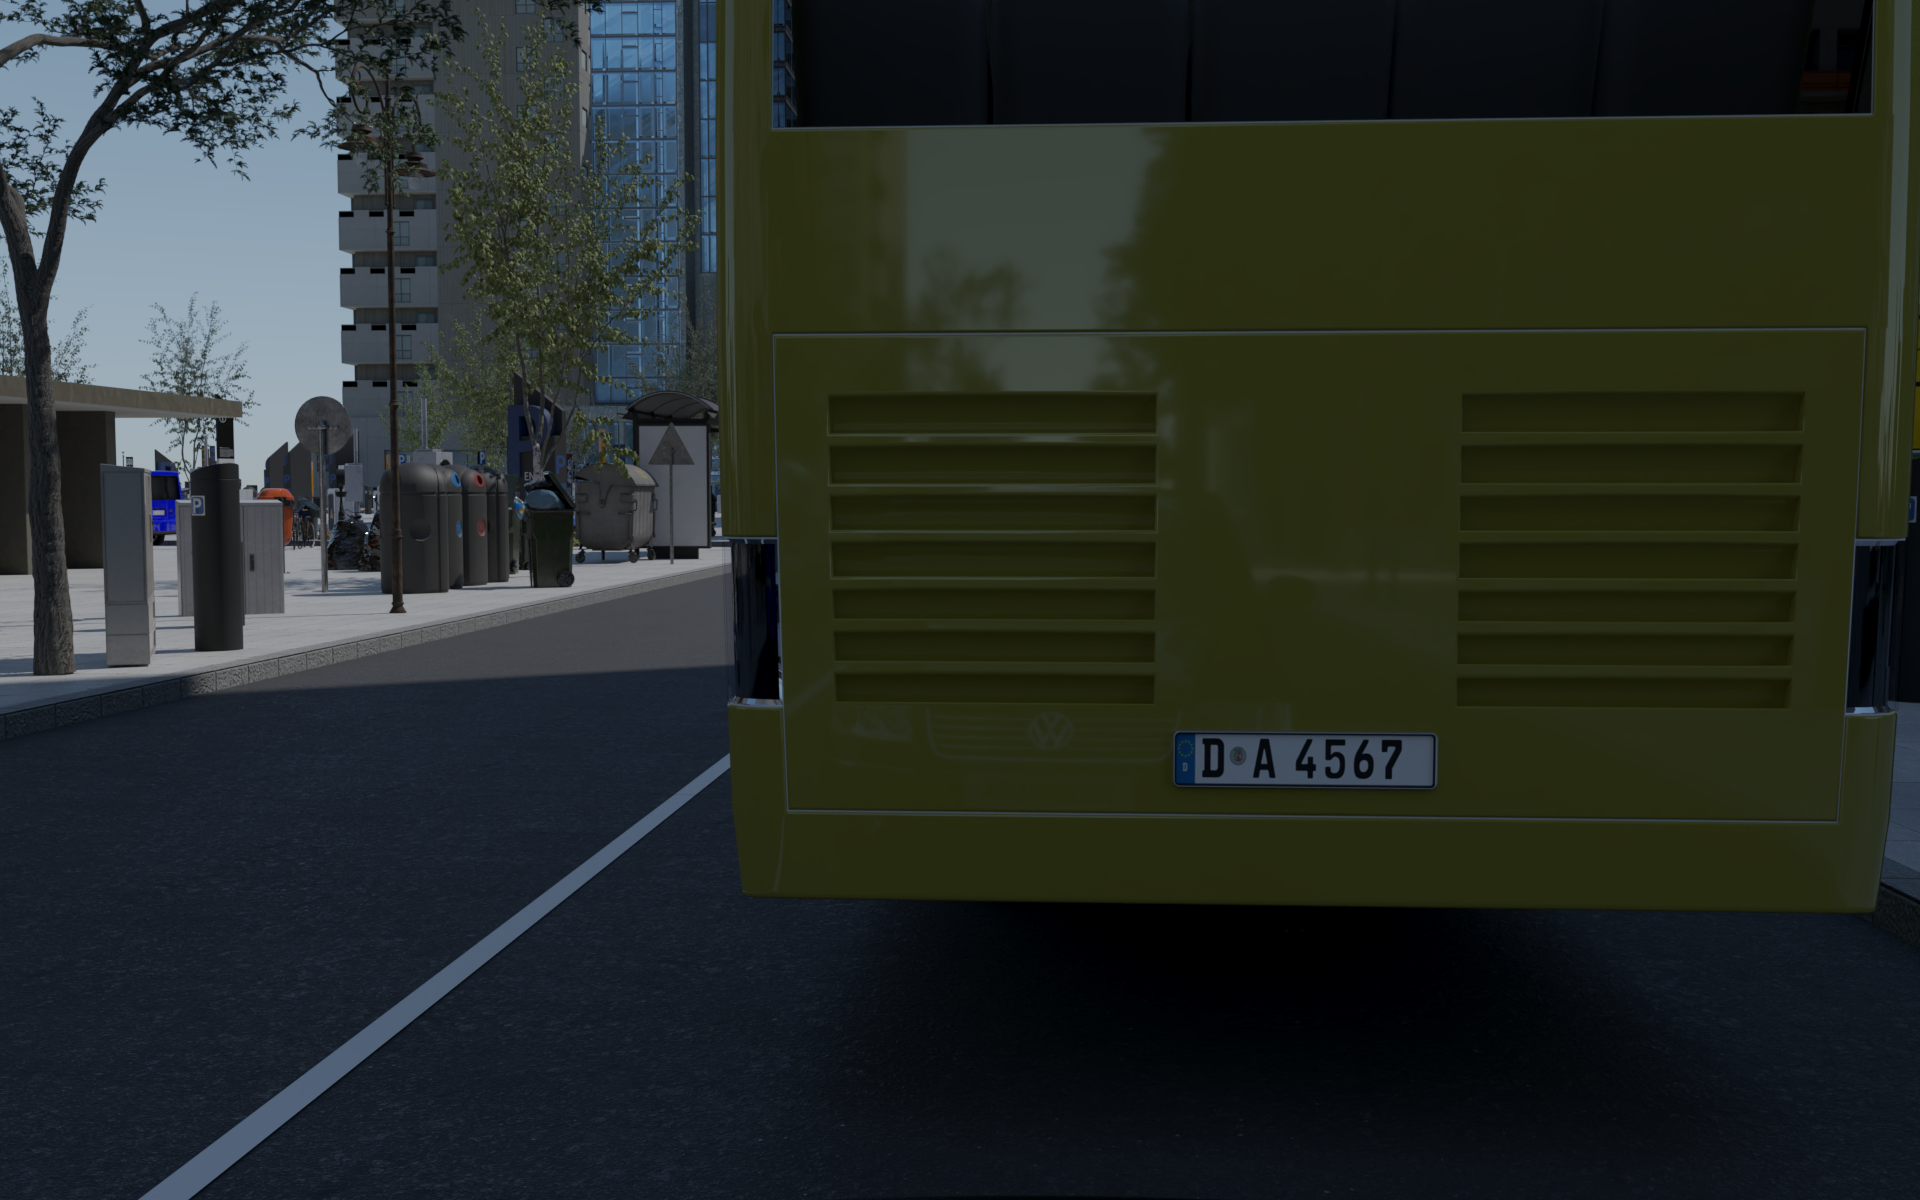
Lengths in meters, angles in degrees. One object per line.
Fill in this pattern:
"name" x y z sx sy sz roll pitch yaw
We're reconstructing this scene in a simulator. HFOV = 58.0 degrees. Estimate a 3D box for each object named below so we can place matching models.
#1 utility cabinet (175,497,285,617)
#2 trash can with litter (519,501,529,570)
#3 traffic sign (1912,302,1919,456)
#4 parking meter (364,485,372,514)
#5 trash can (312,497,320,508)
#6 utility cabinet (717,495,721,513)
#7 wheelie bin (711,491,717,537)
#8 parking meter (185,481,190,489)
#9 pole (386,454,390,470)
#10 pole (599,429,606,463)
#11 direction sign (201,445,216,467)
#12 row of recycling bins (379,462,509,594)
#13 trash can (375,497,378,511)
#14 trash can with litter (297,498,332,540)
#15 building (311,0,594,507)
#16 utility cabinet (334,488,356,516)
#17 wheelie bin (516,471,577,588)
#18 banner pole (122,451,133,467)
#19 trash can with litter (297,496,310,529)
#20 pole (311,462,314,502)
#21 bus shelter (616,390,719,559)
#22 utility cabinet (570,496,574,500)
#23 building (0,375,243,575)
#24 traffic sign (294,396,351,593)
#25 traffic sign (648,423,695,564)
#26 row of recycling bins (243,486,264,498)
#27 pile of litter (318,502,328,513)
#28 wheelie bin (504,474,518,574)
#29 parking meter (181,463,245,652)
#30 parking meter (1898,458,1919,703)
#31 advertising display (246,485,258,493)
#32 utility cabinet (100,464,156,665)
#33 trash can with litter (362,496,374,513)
"utility cabinet" -7.757 -0.444 18.423 1.020 1.237 0.306 -2 4 -31
"trash can with litter" -7.424 -1.084 29.106 0.624 1.170 1.055 2 4 24
"traffic sign" 6.081 -1.078 11.495 2.265 3.308 0.079 0 4 5
"parking meter" -37.282 -6.323 109.095 0.399 1.863 0.255 2 4 32
"trash can" -36.016 -5.253 97.542 0.748 1.137 0.748 0 3 0
"utility cabinet" -16.096 -6.421 116.142 0.306 1.237 1.020 -1 4 -14
"wheelie bin" -7.729 -2.712 52.248 0.693 1.594 0.980 -2 4 -24
"parking meter" -35.048 -4.474 78.863 0.255 1.863 0.399 3 5 44
"pole" -29.466 -5.836 89.257 0.158 3.312 0.155 0 3 0
"pole" -11.171 -3.688 54.142 0.158 3.312 0.155 0 3 0
"direction sign" -35.013 -5.429 80.767 0.379 3.537 0.876 1 4 17
"row of recycling bins" -7.102 -1.025 23.878 1.069 1.692 3.534 0 4 2
"trash can" -24.503 -3.792 73.652 0.748 1.137 0.748 0 3 0
"trash can with litter" -18.017 -2.273 48.559 1.055 1.170 0.624 1 4 12
"building" -48.057 -36.060 178.819 27.495 52.752 28.713 0 4 4
"utility cabinet" -23.881 -3.592 67.415 0.318 1.500 1.173 1 4 13
"wheelie bin" -5.671 -0.979 23.915 0.693 1.594 0.980 -1 4 -20
"banner pole" -48.899 -6.834 101.745 0.401 3.779 0.863 2 4 31
"trash can with litter" -24.161 -3.162 62.749 1.678 1.210 2.233 2 4 27
"pole" -40.580 -7.006 108.396 0.158 3.312 0.155 0 3 0
"bus shelter" -5.542 -2.613 36.653 2.014 3.302 5.546 0 4 4
"utility cabinet" -15.462 -3.458 67.694 0.306 1.237 1.020 1 4 14
"building" -28.456 -22.428 21.330 28.867 44.769 22.147 0 4 4
"traffic sign" -8.277 -1.369 22.497 0.768 2.556 0.104 0 4 6
"traffic sign" -5.258 -1.929 31.546 0.884 2.594 0.081 1 4 11
"row of recycling bins" -38.693 -5.264 93.176 3.534 1.692 1.069 -1 4 -15
"pile of litter" -42.596 -6.199 115.320 1.176 0.858 1.719 3 5 40
"wheelie bin" -7.452 -1.219 27.834 0.980 1.594 0.693 0 4 -2
"parking meter" -6.110 -0.356 14.239 0.372 1.533 0.369 0 3 0
"parking meter" 5.940 -0.143 10.746 0.372 1.533 0.369 0 3 0
"advertising display" -49.859 -7.143 122.002 0.123 1.923 0.974 1 4 21
"utility cabinet" -6.367 -0.283 13.305 0.318 1.500 1.173 -1 4 -23
"trash can with litter" -39.460 -6.374 115.271 2.233 1.210 1.678 -2 4 -33
